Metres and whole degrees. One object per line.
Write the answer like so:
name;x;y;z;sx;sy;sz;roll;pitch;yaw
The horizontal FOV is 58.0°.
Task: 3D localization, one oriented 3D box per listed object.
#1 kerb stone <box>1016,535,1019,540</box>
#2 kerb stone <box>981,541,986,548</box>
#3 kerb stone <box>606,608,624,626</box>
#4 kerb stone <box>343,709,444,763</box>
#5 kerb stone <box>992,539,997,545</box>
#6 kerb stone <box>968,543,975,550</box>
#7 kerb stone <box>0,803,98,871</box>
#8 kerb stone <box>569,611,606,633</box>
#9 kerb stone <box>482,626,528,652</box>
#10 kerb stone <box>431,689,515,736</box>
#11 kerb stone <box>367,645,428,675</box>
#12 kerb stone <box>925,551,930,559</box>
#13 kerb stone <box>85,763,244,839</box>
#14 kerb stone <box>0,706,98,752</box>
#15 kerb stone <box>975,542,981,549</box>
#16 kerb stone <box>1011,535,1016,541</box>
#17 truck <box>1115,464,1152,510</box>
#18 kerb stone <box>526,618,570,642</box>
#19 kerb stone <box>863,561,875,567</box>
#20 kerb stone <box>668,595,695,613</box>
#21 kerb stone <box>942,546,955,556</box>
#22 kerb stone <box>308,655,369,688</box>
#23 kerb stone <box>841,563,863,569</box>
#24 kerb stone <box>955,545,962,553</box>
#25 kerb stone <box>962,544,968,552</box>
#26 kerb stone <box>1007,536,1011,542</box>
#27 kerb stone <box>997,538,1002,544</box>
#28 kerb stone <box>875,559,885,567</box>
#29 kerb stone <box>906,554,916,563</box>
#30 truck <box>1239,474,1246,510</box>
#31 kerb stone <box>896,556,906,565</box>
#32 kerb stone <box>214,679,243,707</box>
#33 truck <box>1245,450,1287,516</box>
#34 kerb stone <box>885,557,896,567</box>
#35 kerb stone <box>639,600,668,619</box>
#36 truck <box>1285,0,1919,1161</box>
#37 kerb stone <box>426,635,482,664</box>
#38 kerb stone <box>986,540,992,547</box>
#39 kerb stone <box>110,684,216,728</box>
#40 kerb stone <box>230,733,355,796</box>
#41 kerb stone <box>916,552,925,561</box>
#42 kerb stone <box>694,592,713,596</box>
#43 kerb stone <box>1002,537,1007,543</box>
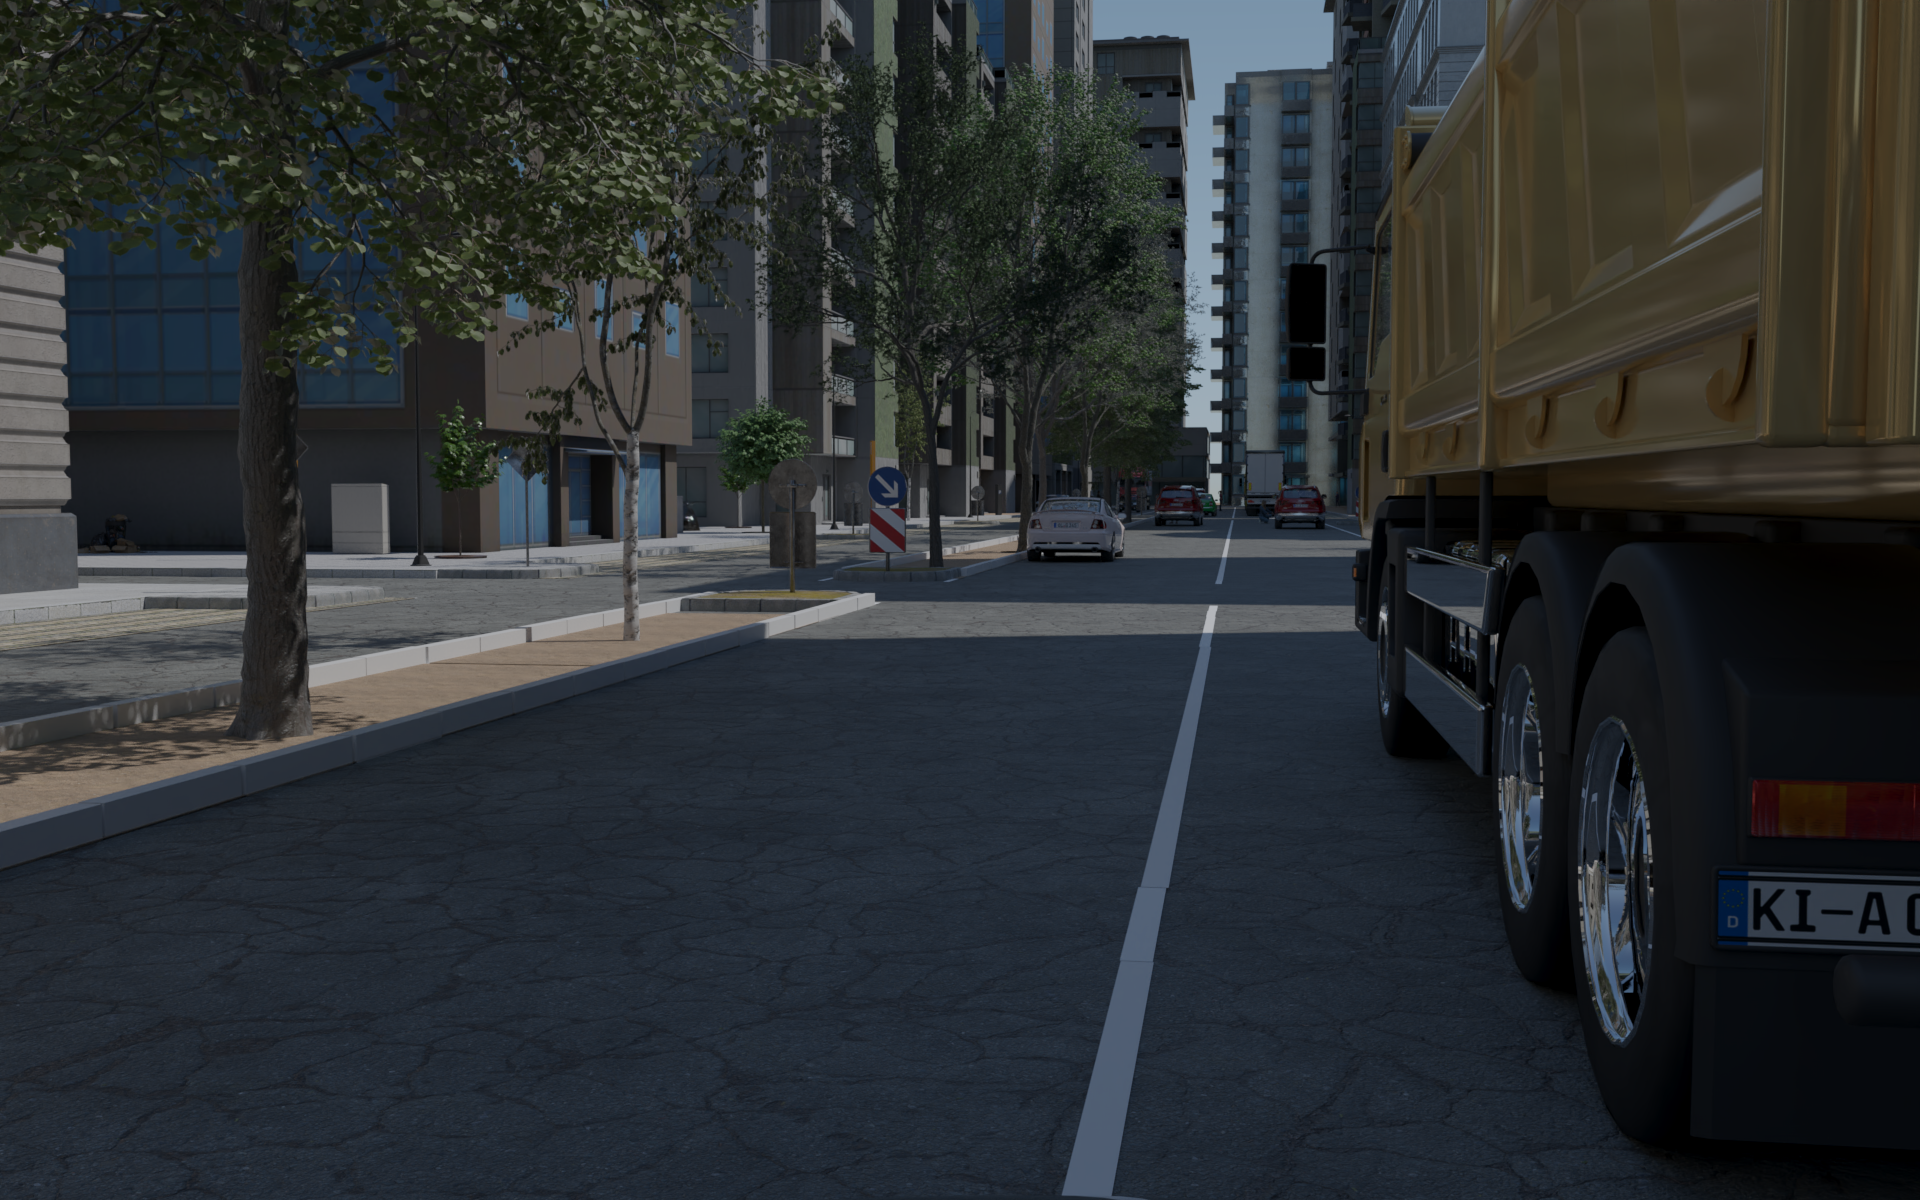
kerb stone;1.635;-1.887;53.054;0.120;0.150;1.000;1;4;9
kerb stone;0.504;-1.455;45.976;0.120;0.150;1.000;1;4;9
kerb stone;-3.816;0.190;19.152;0.120;0.150;1.000;1;4;9
kerb stone;-3.192;0.763;9.720;0.120;0.150;1.000;1;4;9
kerb stone;0.827;-1.578;47.995;0.120;0.150;1.000;1;4;9
kerb stone;0.182;-1.329;43.957;0.120;0.150;1.000;1;4;9
kerb stone;-3.689;0.949;6.686;0.120;0.150;1.000;1;4;9
kerb stone;-3.979;0.248;18.143;0.120;0.150;1.000;1;4;9
kerb stone;-4.300;0.380;16.114;0.120;0.150;1.000;1;4;9
kerb stone;-3.040;0.701;10.740;0.120;0.150;1.000;1;4;9
kerb stone;-4.631;0.497;14.077;0.120;0.150;1.000;1;4;9
kerb stone;-0.800;-0.960;37.894;0.120;0.150;1.000;1;4;9
kerb stone;-3.531;0.887;7.695;0.120;0.150;1.000;1;4;9
kerb stone;-5.280;0.748;10.033;0.120;0.150;1.000;1;4;9
kerb stone;0.338;-1.393;44.967;0.120;0.150;1.000;1;4;9
kerb stone;1.482;-1.824;52.032;0.120;0.150;1.000;1;4;9
truck;15.629;-10.135;154.619;2.839;4.237;11.283;1;4;9
kerb stone;-4.137;0.310;17.133;0.120;0.150;1.000;1;4;9
kerb stone;-1.775;-0.589;31.819;0.120;0.150;1.000;1;4;9
kerb stone;-3.481;0.065;21.179;0.120;0.150;1.000;1;4;9
kerb stone;-0.312;-1.145;40.927;0.120;0.150;1.000;1;4;9
kerb stone;-4.786;0.559;13.067;0.120;0.150;1.000;1;4;9
kerb stone;-1.937;-0.527;30.808;0.120;0.150;1.000;1;4;9
kerb stone;-0.146;-1.207;41.936;0.120;0.150;1.000;1;4;9
kerb stone;0.011;-1.269;42.946;0.120;0.150;1.000;1;4;9
kerb stone;1.310;-1.763;51.024;0.120;0.150;1.000;1;4;9
kerb stone;0.985;-1.636;49.006;0.120;0.150;1.000;1;4;9
kerb stone;-1.621;-0.649;32.830;0.120;0.150;1.000;1;4;9
kerb stone;-1.118;-0.836;35.871;0.120;0.150;1.000;1;4;9
truck;26.686;-9.709;154.661;3.469;3.379;9.791;1;4;9
kerb stone;-1.283;-0.774;34.858;0.120;0.150;1.000;1;4;9
kerb stone;-4.945;0.624;12.057;0.120;0.150;1.000;1;4;9
truck;20.456;-7.772;115.979;2.839;4.237;11.283;1;4;10
kerb stone;-1.450;-0.713;33.849;0.120;0.150;1.000;1;4;9
kerb stone;-3.648;0.125;20.164;0.120;0.150;1.000;1;4;9
truck;3.238;-0.691;7.226;3.469;3.379;9.791;1;4;9
kerb stone;-4.458;0.438;15.096;0.120;0.150;1.000;1;4;9
kerb stone;0.667;-1.513;46.986;0.120;0.150;1.000;1;4;9
kerb stone;-5.109;0.682;11.048;0.120;0.150;1.000;1;4;9
kerb stone;-3.361;0.826;8.703;0.120;0.150;1.000;1;4;9
kerb stone;-0.956;-0.898;36.884;0.120;0.150;1.000;1;4;9
kerb stone;-3.322;0.000;22.192;0.120;0.150;1.000;1;4;9
kerb stone;1.149;-1.698;50.015;0.120;0.150;1.000;1;4;9
